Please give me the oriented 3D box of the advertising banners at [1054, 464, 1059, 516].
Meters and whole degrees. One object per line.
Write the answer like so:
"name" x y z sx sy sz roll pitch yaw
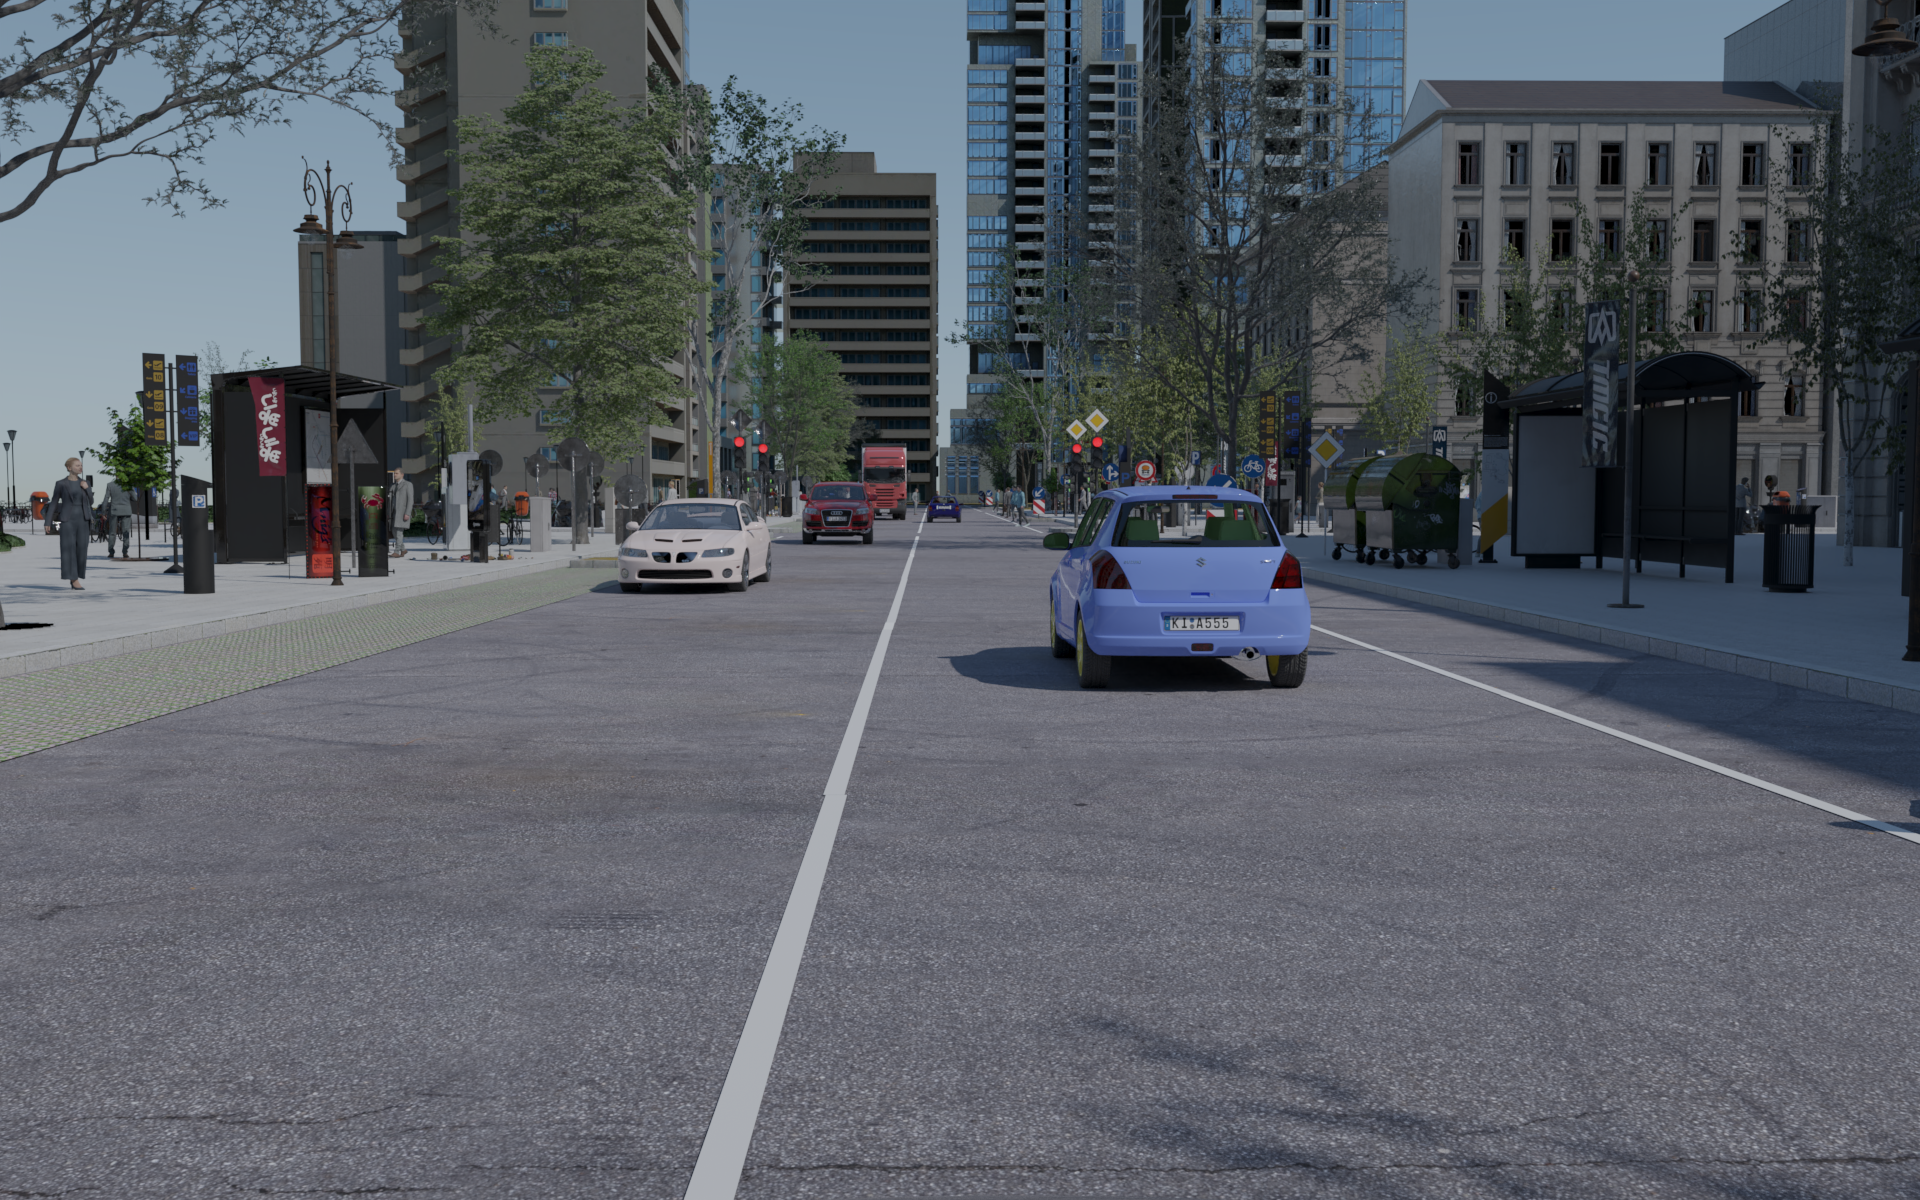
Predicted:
"advertising banners" 5.607 -6.389 100.651 0.090 3.025 2.074 0 4 -2

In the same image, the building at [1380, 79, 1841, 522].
"building" 30.464 -14.315 83.207 18.267 20.994 9.793 0 4 -1

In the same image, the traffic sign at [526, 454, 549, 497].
"traffic sign" -13.289 -3.326 54.490 0.768 2.556 0.104 0 4 7

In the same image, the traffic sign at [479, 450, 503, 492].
"traffic sign" -13.455 -3.027 49.593 0.768 2.556 0.104 1 4 8

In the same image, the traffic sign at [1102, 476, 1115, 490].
"traffic sign" 7.633 -5.424 88.786 0.768 2.556 0.104 0 4 0

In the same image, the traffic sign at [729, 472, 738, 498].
"traffic sign" -12.964 -6.082 99.441 0.884 2.594 0.081 0 4 6

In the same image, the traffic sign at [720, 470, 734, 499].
"traffic sign" -12.377 -5.619 91.972 0.768 2.556 0.104 1 4 8

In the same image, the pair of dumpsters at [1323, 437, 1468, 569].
"pair of dumpsters" 7.868 -1.775 31.519 1.574 2.255 4.437 0 4 -1

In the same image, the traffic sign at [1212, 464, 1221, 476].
"traffic sign" 11.062 -4.484 73.421 0.768 2.556 0.104 0 4 8

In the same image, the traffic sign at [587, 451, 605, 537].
"traffic sign" -10.953 -3.145 51.529 0.768 2.556 0.104 0 4 5

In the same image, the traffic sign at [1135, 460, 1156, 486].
"traffic sign" 6.966 -3.973 65.062 0.768 2.556 0.104 0 4 4

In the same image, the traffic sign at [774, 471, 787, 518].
"traffic sign" -9.803 -5.765 94.361 0.768 2.556 0.104 0 4 5

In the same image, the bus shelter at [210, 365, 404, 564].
"bus shelter" -12.886 -2.651 34.627 1.731 3.624 6.357 0 4 -1

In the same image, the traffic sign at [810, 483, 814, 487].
"traffic sign" -11.700 -8.204 134.238 0.768 2.556 0.104 0 4 7

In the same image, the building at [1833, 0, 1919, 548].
"building" 27.848 -11.571 30.989 13.314 21.916 24.055 0 4 -1

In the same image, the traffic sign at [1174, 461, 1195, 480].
"traffic sign" 8.447 -3.987 65.296 0.768 2.556 0.104 0 4 3

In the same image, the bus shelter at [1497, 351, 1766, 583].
"bus shelter" 10.332 -2.040 27.277 2.014 3.302 5.546 0 4 -1

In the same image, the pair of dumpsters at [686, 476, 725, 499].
"pair of dumpsters" -13.134 -5.304 89.216 1.574 2.255 4.437 0 4 -1

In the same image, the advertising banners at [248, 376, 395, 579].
"advertising banners" -9.668 -1.840 26.275 2.074 3.025 0.090 -2 4 -33

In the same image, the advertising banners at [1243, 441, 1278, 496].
"advertising banners" 9.506 -3.708 56.806 2.074 3.025 0.090 0 4 -3

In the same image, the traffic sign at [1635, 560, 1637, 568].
"traffic sign" 11.709 -1.820 29.865 0.768 2.556 0.104 0 4 4

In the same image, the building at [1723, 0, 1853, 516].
"building" 49.544 -16.294 84.434 19.932 24.808 12.078 0 4 -1

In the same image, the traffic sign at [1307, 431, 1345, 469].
"traffic sign" 7.647 -2.224 36.097 0.795 2.593 0.064 0 4 0

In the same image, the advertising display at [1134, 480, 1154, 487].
"advertising display" 8.574 -4.620 80.745 0.974 1.923 0.123 2 4 31

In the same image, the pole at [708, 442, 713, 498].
"pole" -9.689 -4.491 67.272 0.158 3.312 0.155 0 3 0

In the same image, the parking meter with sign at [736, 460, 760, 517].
"parking meter with sign" -11.067 -5.629 88.293 1.738 3.016 0.543 -1 4 -15

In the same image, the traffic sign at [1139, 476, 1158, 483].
"traffic sign" 8.635 -4.864 79.529 0.884 2.594 0.081 1 4 8

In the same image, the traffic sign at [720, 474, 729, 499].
"traffic sign" -12.940 -5.853 95.808 0.768 2.556 0.104 0 4 7

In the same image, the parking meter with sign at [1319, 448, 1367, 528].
"parking meter with sign" 14.481 -4.238 65.551 1.738 3.016 0.543 1 4 10

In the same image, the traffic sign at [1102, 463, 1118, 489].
"traffic sign" 6.220 -4.349 71.214 0.768 2.556 0.104 1 4 8

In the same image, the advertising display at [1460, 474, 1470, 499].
"advertising display" 15.837 -3.033 54.800 0.123 1.923 0.974 3 5 45

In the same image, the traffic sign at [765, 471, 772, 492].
"traffic sign" -10.168 -5.522 90.386 0.768 2.556 0.104 0 4 0

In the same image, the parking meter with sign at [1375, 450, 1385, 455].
"parking meter with sign" 17.145 -4.385 67.954 0.543 3.016 1.738 -3 4 -39

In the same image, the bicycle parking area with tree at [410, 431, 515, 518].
"bicycle parking area with tree" -26.510 -5.642 79.251 8.231 4.147 9.016 1 4 15

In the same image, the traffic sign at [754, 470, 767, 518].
"traffic sign" -10.040 -5.351 87.598 0.768 2.556 0.104 0 4 6

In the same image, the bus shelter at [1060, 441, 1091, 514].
"bus shelter" 7.976 -8.531 117.118 2.179 5.291 8.768 0 4 -1

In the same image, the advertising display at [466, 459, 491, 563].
"advertising display" -9.011 -1.664 32.413 0.123 1.923 0.974 -2 4 -34

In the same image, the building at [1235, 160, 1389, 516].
"building" 24.520 -16.487 120.474 10.553 20.767 40.483 0 4 -1

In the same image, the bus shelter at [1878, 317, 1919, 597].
"bus shelter" 10.757 -1.327 15.616 2.014 3.302 5.546 0 4 -1

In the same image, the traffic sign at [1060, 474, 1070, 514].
"traffic sign" 6.649 -6.650 108.834 0.768 2.556 0.104 0 4 1

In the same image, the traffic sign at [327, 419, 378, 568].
"traffic sign" -10.504 -1.831 29.946 0.884 2.594 0.081 0 4 0

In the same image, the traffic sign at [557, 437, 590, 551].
"traffic sign" -8.670 -2.368 38.819 0.768 2.556 0.104 0 4 7

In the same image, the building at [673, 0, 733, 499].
"building" -41.895 -53.572 188.578 31.000 86.520 22.319 0 4 -1

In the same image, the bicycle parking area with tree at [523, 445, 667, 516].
"bicycle parking area with tree" -21.242 -7.050 102.272 8.231 4.147 9.016 -1 4 -16

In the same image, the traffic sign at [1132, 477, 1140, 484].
"traffic sign" 9.391 -5.496 89.861 0.884 2.594 0.081 1 4 8

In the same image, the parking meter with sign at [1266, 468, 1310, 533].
"parking meter with sign" 10.790 -3.758 57.700 1.738 3.016 0.543 1 4 9

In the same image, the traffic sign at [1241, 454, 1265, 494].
"traffic sign" 9.380 -3.386 55.469 0.768 2.556 0.104 0 4 1

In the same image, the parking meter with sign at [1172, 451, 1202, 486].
"parking meter with sign" 8.878 -4.489 69.652 1.738 3.016 0.543 -2 4 -34

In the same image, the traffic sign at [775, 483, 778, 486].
"traffic sign" -12.548 -7.372 120.643 0.768 2.556 0.104 1 4 9

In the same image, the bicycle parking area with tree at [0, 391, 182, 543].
"bicycle parking area with tree" -25.172 -3.708 47.632 8.231 4.147 9.016 0 4 -3

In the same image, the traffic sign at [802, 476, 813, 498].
"traffic sign" -10.744 -7.438 121.714 0.768 2.556 0.104 0 4 0
